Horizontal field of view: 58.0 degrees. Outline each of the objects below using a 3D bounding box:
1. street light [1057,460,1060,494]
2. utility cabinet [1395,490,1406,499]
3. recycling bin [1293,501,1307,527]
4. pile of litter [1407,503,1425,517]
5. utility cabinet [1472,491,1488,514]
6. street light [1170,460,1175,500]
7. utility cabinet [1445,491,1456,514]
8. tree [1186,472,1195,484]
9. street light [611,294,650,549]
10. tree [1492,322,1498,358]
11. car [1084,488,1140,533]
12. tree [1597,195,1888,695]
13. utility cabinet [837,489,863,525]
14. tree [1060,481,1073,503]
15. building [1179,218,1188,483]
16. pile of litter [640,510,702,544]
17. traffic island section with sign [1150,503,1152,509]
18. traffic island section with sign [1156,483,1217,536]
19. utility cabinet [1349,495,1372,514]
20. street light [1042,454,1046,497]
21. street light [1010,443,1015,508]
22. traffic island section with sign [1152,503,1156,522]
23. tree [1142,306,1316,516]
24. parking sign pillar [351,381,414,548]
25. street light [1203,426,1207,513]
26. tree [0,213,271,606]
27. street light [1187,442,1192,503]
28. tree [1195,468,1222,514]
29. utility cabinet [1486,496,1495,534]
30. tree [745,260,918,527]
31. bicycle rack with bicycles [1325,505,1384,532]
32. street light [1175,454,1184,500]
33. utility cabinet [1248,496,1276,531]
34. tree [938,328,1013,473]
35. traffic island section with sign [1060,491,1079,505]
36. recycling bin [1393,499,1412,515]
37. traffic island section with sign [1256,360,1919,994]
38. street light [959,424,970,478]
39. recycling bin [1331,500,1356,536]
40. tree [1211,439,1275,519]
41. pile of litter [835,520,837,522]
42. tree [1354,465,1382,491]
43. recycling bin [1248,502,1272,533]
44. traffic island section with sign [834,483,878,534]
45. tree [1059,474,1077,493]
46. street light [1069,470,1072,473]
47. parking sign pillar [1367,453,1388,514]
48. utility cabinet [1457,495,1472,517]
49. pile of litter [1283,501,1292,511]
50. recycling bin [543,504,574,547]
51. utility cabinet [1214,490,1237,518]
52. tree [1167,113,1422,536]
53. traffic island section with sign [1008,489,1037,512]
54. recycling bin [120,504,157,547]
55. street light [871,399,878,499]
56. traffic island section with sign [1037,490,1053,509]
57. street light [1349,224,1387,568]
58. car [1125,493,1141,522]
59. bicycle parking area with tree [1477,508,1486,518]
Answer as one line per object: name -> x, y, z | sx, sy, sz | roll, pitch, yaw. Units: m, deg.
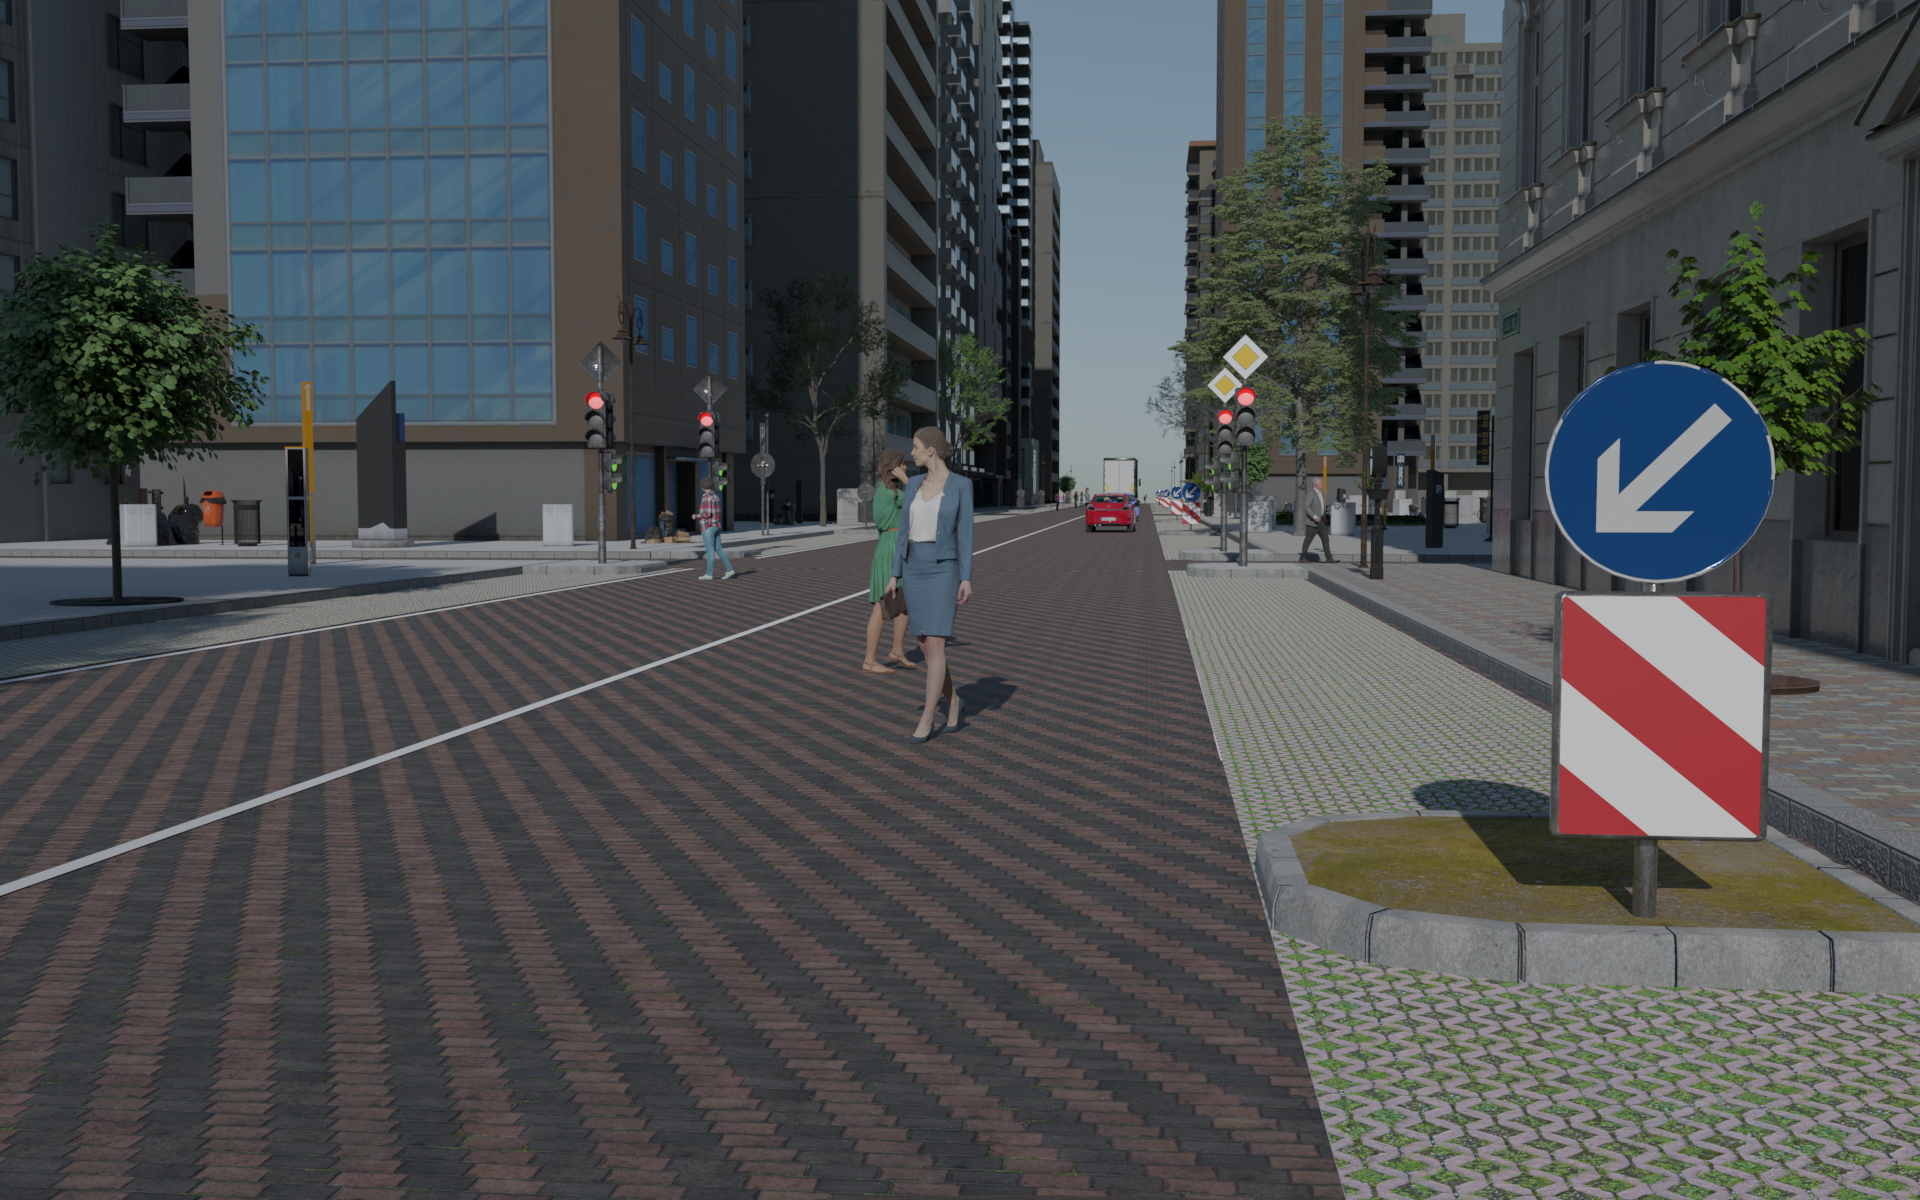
street light -> 13.417, -16.119, 236.326 | 0.468, 5.910, 1.993 | 0, 4, 6
utility cabinet -> 25.071, -5.507, 98.716 | 0.318, 1.500, 1.173 | 2, 4, 29
recycling bin -> 13.357, -3.353, 67.377 | 0.722, 1.027, 0.722 | 1, 4, 13
pile of litter -> 21.259, -4.135, 81.570 | 1.719, 0.858, 1.176 | 1, 4, 18
utility cabinet -> 32.320, -6.058, 107.726 | 1.173, 1.500, 0.318 | -3, 4, -38
street light -> 28.997, -15.997, 234.331 | 0.468, 5.910, 1.993 | 0, 4, 6
utility cabinet -> 31.058, -6.178, 109.693 | 0.318, 1.500, 1.173 | 3, 4, 36
tree -> 17.439, -8.144, 127.755 | 1.663, 3.219, 1.824 | 0, 3, 0
street light -> -7.625, -4.126, 40.244 | 0.468, 5.910, 1.993 | 0, 4, 6
tree -> 20.569, -6.746, 60.655 | 4.737, 8.622, 4.395 | 0, 3, 0
car -> 5.778, -3.489, 66.083 | 2.155, 1.783, 4.494 | 0, 4, 8
tree -> 5.146, -1.022, 11.319 | 1.663, 3.219, 1.824 | 0, 3, 0
utility cabinet -> -4.481, -3.774, 70.377 | 0.318, 1.500, 1.173 | 3, 5, 40
tree -> 15.603, -16.069, 257.333 | 1.663, 3.219, 1.824 | 0, 3, 0
building -> 44.511, -38.835, 254.552 | 23.786, 49.044, 30.456 | 0, 4, 6
pile of litter -> -7.549, -1.920, 45.360 | 1.719, 0.858, 1.176 | -1, 4, -17
traffic island section with sign -> 16.337, -7.924, 138.185 | 1.989, 1.847, 2.006 | 0, 4, 6
traffic island section with sign -> 7.906, -3.154, 60.196 | 1.989, 1.847, 2.006 | 0, 4, 6
utility cabinet -> 18.229, -4.138, 78.813 | 1.020, 1.237, 0.306 | 1, 4, 13
street light -> 9.633, -13.878, 199.690 | 0.468, 5.910, 1.993 | 0, 4, 6
street light -> 4.623, -11.086, 154.038 | 0.468, 5.910, 1.993 | 0, 4, 6
traffic island section with sign -> 10.873, -4.832, 87.628 | 1.989, 1.847, 2.006 | 0, 4, 6
tree -> 16.096, -11.742, 102.357 | 12.009, 13.543, 11.850 | 0, 3, 0
parking sign pillar -> -13.927, -3.255, 41.687 | 1.447, 3.967, 1.447 | 2, 4, 33
street light -> 16.303, -8.726, 115.457 | 0.468, 5.910, 1.993 | 0, 4, 6
tree -> -10.052, -2.242, 20.365 | 4.285, 4.588, 4.351 | 0, 3, 0
street light -> 20.150, -10.966, 152.086 | 0.468, 5.910, 1.993 | 0, 4, 6
tree -> 16.416, -7.169, 111.811 | 1.663, 3.219, 1.824 | 0, 3, 0
utility cabinet -> 17.633, -2.768, 56.416 | 1.020, 1.237, 0.306 | -2, 4, -25
tree -> -5.192, -8.182, 68.185 | 8.767, 10.594, 7.601 | 2, 4, 32
bicycle rack with bicycles -> 12.872, -2.769, 58.660 | 2.925, 0.926, 2.852 | -3, 5, -39
street light -> 25.136, -13.752, 197.625 | 0.468, 5.910, 1.993 | 0, 4, 6
utility cabinet -> 10.597, -3.040, 60.864 | 1.020, 1.237, 0.306 | 3, 5, 40
tree -> -0.580, -11.040, 106.267 | 9.928, 11.665, 9.643 | 0, 3, 0
traffic island section with sign -> 13.745, -12.957, 220.470 | 1.989, 1.847, 2.006 | 0, 4, 6
recycling bin -> 22.576, -4.638, 88.383 | 0.722, 1.027, 0.722 | -1, 4, -16
traffic island section with sign -> 2.057, 0.164, 5.945 | 1.989, 1.847, 2.006 | 0, 4, 6
street light -> 0.175, -8.606, 113.490 | 0.468, 5.910, 1.993 | 0, 4, 6
recycling bin -> 11.916, -2.525, 53.837 | 0.722, 1.027, 0.722 | 1, 4, 16
tree -> 14.641, -6.483, 89.710 | 4.285, 4.588, 4.351 | 0, 3, 0
pile of litter -> -4.973, -3.942, 78.414 | 1.176, 0.858, 1.719 | -2, 4, -33
tree -> 21.798, -5.899, 91.044 | 1.663, 3.219, 1.824 | 0, 3, 0
recycling bin -> 9.937, -2.748, 57.477 | 0.722, 1.027, 0.722 | 1, 4, 20
traffic island section with sign -> -3.376, -3.266, 62.027 | 1.989, 1.847, 2.006 | 0, 4, 6
tree -> 16.463, -17.400, 268.202 | 4.285, 4.588, 4.351 | 0, 3, 0
street light -> 17.494, -18.369, 273.119 | 0.468, 5.910, 1.993 | 0, 4, 6
parking sign pillar -> 24.647, -6.982, 102.635 | 1.447, 3.967, 1.447 | 1, 4, 22
utility cabinet -> 27.869, -5.172, 95.726 | 1.020, 1.237, 0.306 | -3, 5, -39
pile of litter -> 19.778, -5.441, 102.926 | 1.176, 0.858, 1.719 | 3, 5, 43
recycling bin -> -9.884, -1.839, 42.629 | 0.722, 1.027, 0.722 | -1, 4, -11
utility cabinet -> 14.191, -5.129, 92.532 | 1.173, 1.500, 0.318 | 2, 4, 24
tree -> 10.148, -8.231, 52.706 | 7.486, 12.596, 7.792 | 0, 3, 0
traffic island section with sign -> 4.907, -7.952, 138.642 | 1.989, 1.847, 2.006 | 0, 4, 6
recycling bin -> -20.073, -1.821, 42.319 | 0.722, 1.027, 0.722 | -2, 4, -34
street light -> -3.819, -6.366, 76.877 | 0.468, 5.910, 1.993 | 0, 4, 6
traffic island section with sign -> 7.849, -9.613, 165.804 | 1.989, 1.847, 2.006 | 0, 4, 6
street light -> 7.027, -3.498, 29.986 | 0.468, 5.910, 1.993 | 0, 4, 6
car -> 8.601, -5.021, 91.683 | 1.945, 1.707, 3.694 | 0, 4, 4
bicycle parking area with tree -> 28.478, -5.738, 80.822 | 9.016, 4.147, 8.231 | 2, 4, 24
